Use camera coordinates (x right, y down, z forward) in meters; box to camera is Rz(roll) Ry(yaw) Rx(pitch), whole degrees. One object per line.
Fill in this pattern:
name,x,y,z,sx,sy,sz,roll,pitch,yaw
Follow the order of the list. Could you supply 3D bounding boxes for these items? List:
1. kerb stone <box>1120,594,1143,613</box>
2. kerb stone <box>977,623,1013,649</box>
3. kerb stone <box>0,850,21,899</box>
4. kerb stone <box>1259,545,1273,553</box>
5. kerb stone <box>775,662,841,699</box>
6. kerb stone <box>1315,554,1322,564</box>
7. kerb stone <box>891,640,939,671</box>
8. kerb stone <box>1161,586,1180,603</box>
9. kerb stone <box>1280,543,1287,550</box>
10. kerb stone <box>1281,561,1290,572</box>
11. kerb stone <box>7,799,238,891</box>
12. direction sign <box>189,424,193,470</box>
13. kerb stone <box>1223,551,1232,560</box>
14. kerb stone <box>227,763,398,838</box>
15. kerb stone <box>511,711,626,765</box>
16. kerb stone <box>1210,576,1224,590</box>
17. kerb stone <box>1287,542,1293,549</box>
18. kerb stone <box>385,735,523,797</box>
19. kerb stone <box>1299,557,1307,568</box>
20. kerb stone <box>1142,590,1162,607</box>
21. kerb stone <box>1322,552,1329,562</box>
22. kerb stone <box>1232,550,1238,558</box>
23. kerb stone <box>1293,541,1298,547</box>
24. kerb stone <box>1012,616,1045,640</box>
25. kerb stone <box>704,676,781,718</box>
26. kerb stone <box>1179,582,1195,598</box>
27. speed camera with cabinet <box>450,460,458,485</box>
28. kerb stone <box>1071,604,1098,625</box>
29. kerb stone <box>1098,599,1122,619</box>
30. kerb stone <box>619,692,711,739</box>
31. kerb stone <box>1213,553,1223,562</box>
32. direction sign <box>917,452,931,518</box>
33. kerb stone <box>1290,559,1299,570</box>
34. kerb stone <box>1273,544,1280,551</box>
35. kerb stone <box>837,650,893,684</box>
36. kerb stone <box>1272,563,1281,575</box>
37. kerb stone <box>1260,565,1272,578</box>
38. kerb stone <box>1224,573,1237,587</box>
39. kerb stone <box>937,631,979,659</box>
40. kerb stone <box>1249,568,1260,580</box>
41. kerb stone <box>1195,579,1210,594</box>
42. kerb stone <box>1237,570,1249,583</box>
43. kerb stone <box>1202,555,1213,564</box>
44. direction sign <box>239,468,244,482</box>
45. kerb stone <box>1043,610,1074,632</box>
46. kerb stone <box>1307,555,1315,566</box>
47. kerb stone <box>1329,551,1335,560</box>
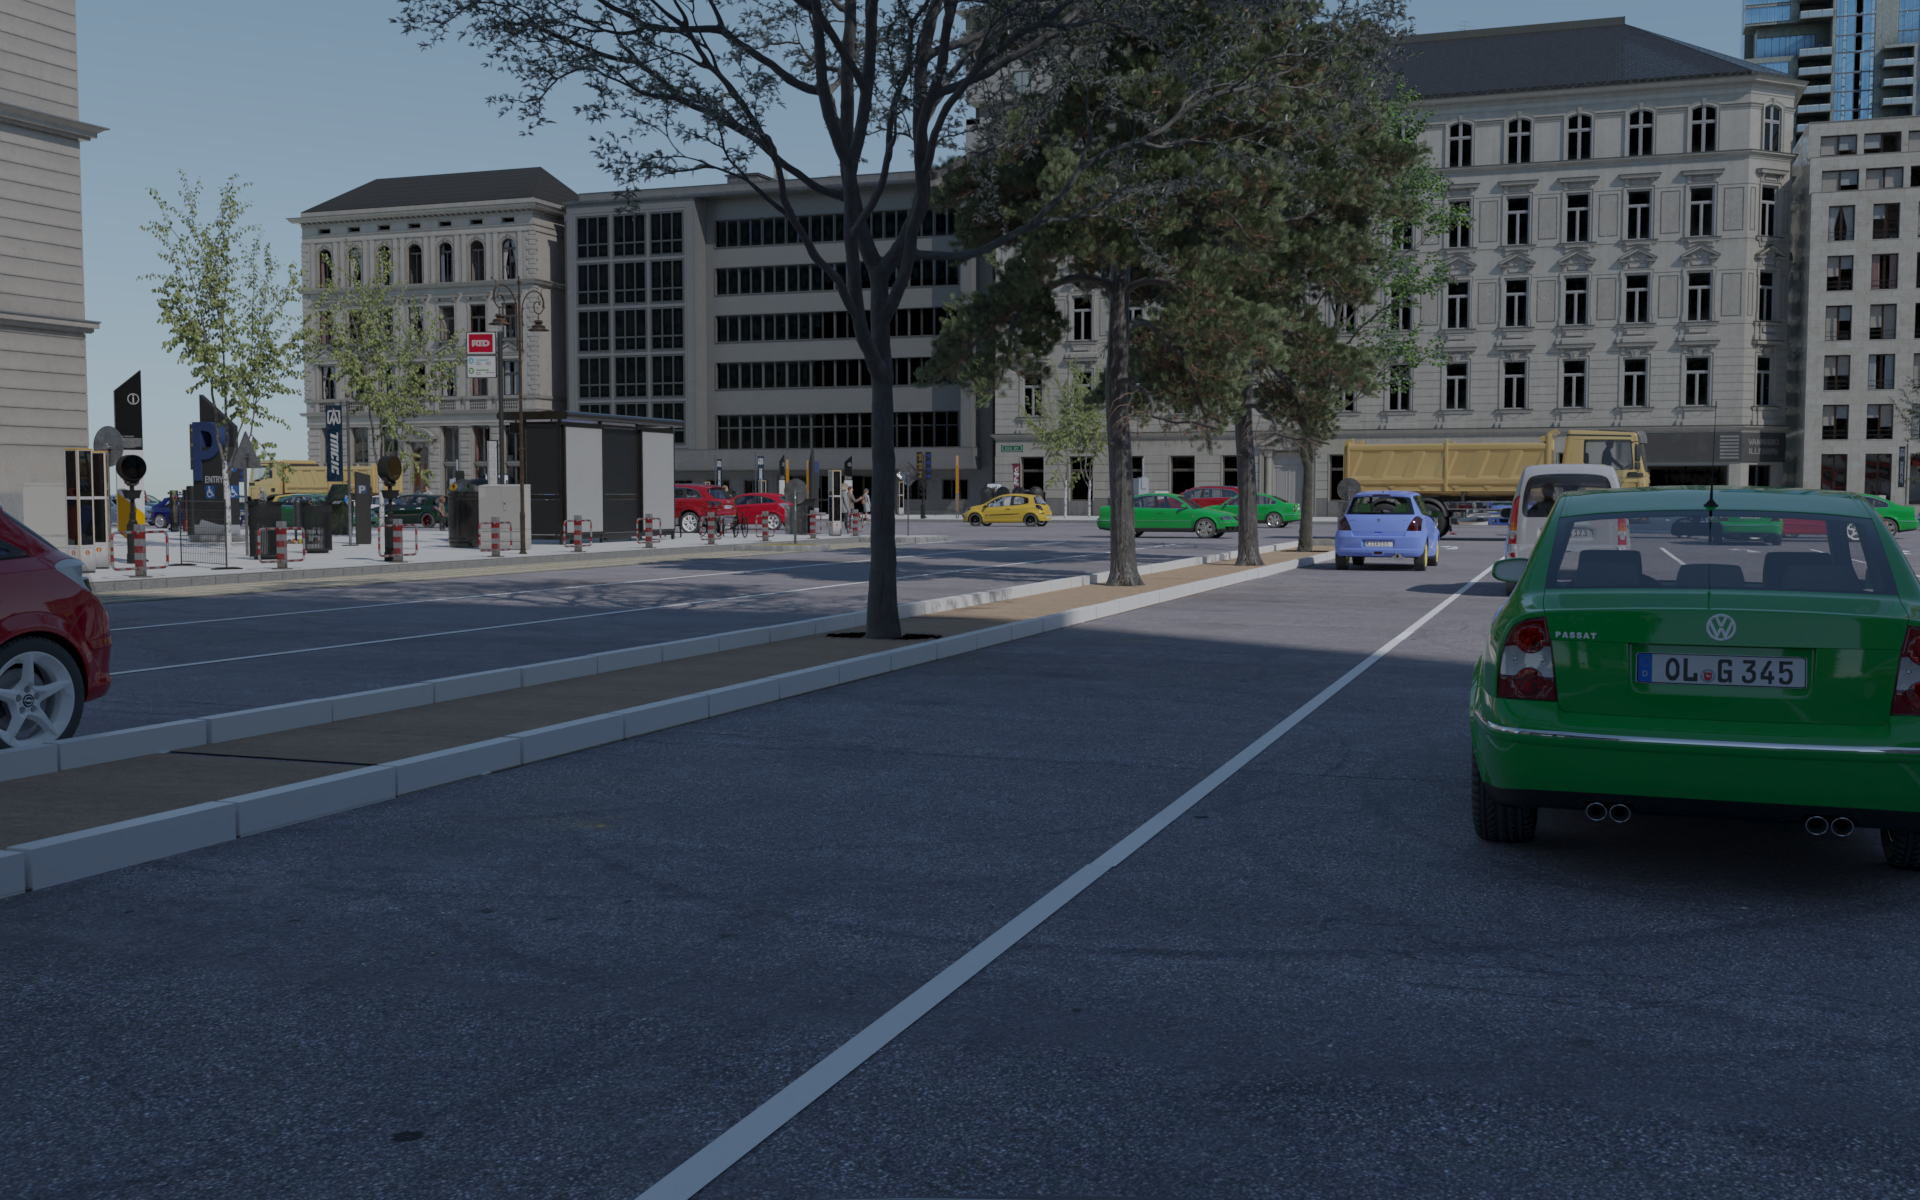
kerb stone,2.031,0.057,21.272,0.120,0.150,1.000,1,4,20
kerb stone,0.270,0.353,16.424,0.120,0.150,1.000,1,4,20
kerb stone,-3.588,1.009,5.775,0.120,0.150,1.000,1,4,20
kerb stone,7.441,-1.232,42.334,0.120,0.150,1.000,1,4,20
kerb stone,-1.137,0.590,12.549,0.120,0.150,1.000,1,4,20
kerb stone,7.308,-0.826,35.808,0.120,0.150,1.000,1,4,20
kerb stone,-0.432,0.472,14.480,0.120,0.150,1.000,1,4,20
kerb stone,2.737,-0.062,23.204,0.120,0.150,1.000,1,4,20
kerb stone,8.145,-1.351,44.282,0.120,0.150,1.000,1,4,20
kerb stone,5.904,-0.595,31.931,0.120,0.150,1.000,1,4,20
kerb stone,-3.235,0.945,6.742,0.120,0.150,1.000,1,4,20
direction sign,-24.533,-3.932,56.278,0.876,3.537,0.379,-3,5,-39
kerb stone,5.679,-0.935,37.478,0.120,0.150,1.000,1,4,20
kerb stone,-2.887,0.888,7.709,0.120,0.150,1.000,1,4,20
kerb stone,-2.188,0.768,9.642,0.120,0.150,1.000,1,4,20
kerb stone,3.784,-0.238,26.113,0.120,0.150,1.000,1,4,20
kerb stone,8.496,-1.407,45.248,0.120,0.150,1.000,1,4,20
kerb stone,-2.544,0.831,8.677,0.120,0.150,1.000,1,4,20
kerb stone,6.600,-0.715,33.878,0.120,0.150,1.000,1,4,20
kerb stone,2.380,-0.003,22.238,0.120,0.150,1.000,1,4,20
kerb stone,7.654,-0.891,36.776,0.120,0.150,1.000,1,4,20
kerb stone,6.029,-0.993,38.452,0.120,0.150,1.000,1,4,20
kerb stone,8.848,-1.466,46.222,0.120,0.150,1.000,1,4,20
kerb stone,0.622,0.294,17.389,0.120,0.150,1.000,1,4,20
kerb stone,-1.485,0.650,11.573,0.120,0.150,1.000,1,4,20
kerb stone,3.083,-0.121,24.171,0.120,0.150,1.000,1,4,20
speed camera with cabinet,-28.313,-6.452,99.830,2.038,3.252,0.660,-2,4,-29
kerb stone,1.326,0.176,19.337,0.120,0.150,1.000,1,4,20
kerb stone,1.681,0.121,20.301,0.120,0.150,1.000,1,4,20
kerb stone,-1.836,0.709,10.607,0.120,0.150,1.000,1,4,20
kerb stone,5.326,-0.873,36.508,0.120,0.150,1.000,1,4,20
direction sign,-1.934,-6.166,92.810,0.876,3.537,0.379,2,4,27
kerb stone,6.255,-0.651,32.904,0.120,0.150,1.000,1,4,20
kerb stone,7.795,-1.289,43.315,0.120,0.150,1.000,1,4,20
kerb stone,-0.787,0.531,13.516,0.120,0.150,1.000,1,4,20
kerb stone,5.556,-0.536,30.964,0.120,0.150,1.000,1,4,20
kerb stone,5.205,-0.477,29.996,0.120,0.150,1.000,1,4,20
kerb stone,4.138,-0.294,27.078,0.120,0.150,1.000,1,4,20
kerb stone,-0.077,0.413,15.448,0.120,0.150,1.000,1,4,20
kerb stone,4.842,-0.418,29.022,0.120,0.150,1.000,1,4,20
kerb stone,3.433,-0.180,25.139,0.120,0.150,1.000,1,4,20
kerb stone,4.488,-0.354,28.044,0.120,0.150,1.000,1,4,20
kerb stone,4.972,-0.816,35.538,0.120,0.150,1.000,1,4,20
direction sign,-47.517,-7.457,113.926,0.876,3.537,0.379,0,4,6
kerb stone,0.979,0.239,18.365,0.120,0.150,1.000,1,4,20
kerb stone,6.956,-0.774,34.843,0.120,0.150,1.000,1,4,20
kerb stone,8.012,-0.948,37.742,0.120,0.150,1.000,1,4,20
